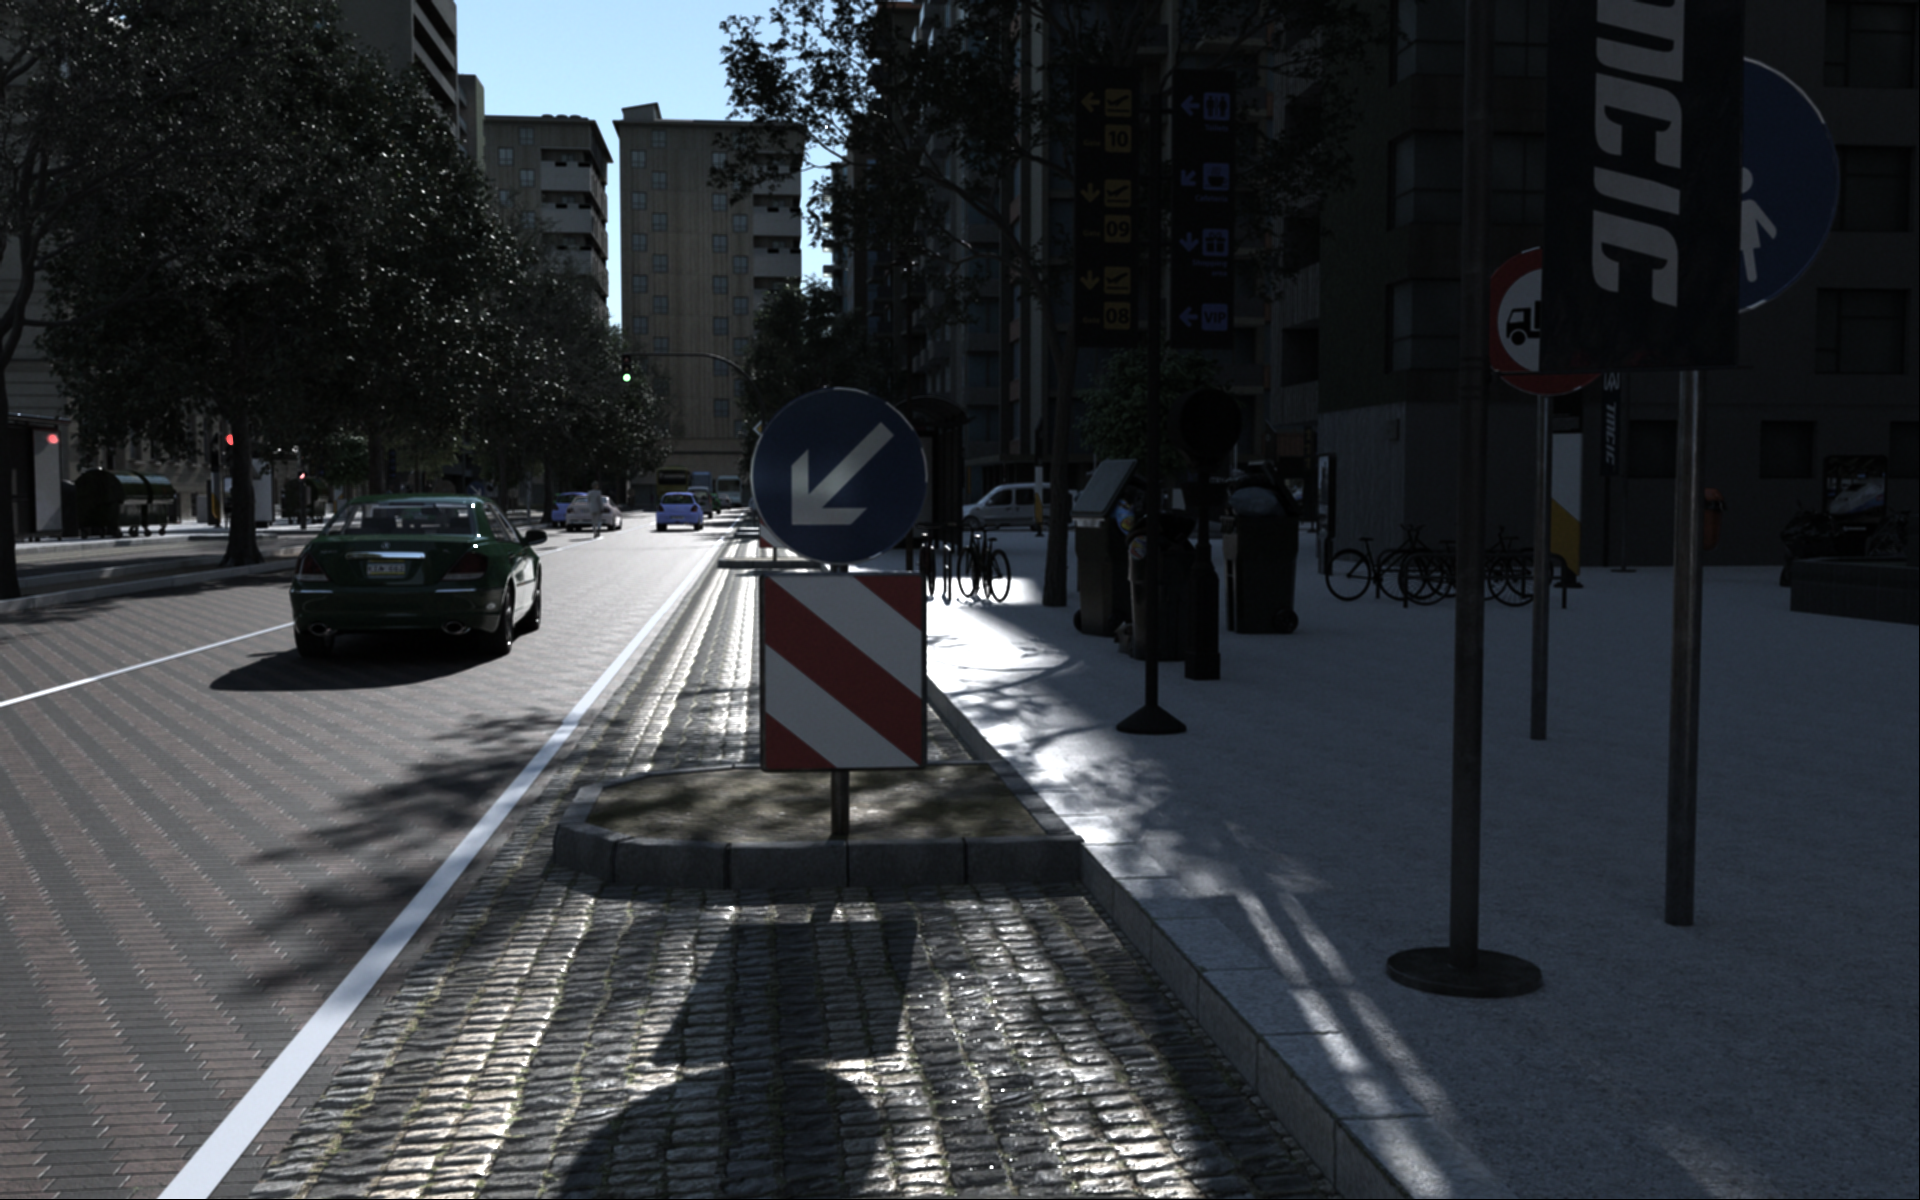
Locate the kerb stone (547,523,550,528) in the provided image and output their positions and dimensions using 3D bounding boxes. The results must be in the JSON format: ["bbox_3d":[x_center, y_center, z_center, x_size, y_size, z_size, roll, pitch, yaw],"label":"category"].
[{"bbox_3d":[-17.663,-3.142,73.562,0.120,0.150,1.000,0,4,-7],"label":"kerb stone"}]

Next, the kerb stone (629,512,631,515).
[{"bbox_3d":[-22.983,-5.945,119.409,0.120,0.150,1.000,0,4,-7],"label":"kerb stone"}]

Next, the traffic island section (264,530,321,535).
[{"bbox_3d":[-23.716,-2.461,62.521,2.009,0.180,2.903,0,4,-7],"label":"traffic island section"}]

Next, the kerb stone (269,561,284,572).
[{"bbox_3d":[-12.867,-0.620,32.324,0.120,0.150,1.000,0,4,-7],"label":"kerb stone"}]

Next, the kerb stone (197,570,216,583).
[{"bbox_3d":[-12.393,-0.370,28.246,0.120,0.150,1.000,0,4,-7],"label":"kerb stone"}]

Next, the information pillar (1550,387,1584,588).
[{"bbox_3d":[8.283,-1.978,23.702,0.504,3.616,0.183,3,4,37],"label":"information pillar"}]

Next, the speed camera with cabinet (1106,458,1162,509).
[{"bbox_3d":[4.153,-2.884,41.482,0.660,3.252,2.038,2,4,32],"label":"speed camera with cabinet"}]

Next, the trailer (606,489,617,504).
[{"bbox_3d":[-38.926,-11.398,193.409,1.471,1.999,3.904,0,4,-6],"label":"trailer"}]

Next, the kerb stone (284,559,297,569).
[{"bbox_3d":[-12.985,-0.682,33.340,0.120,0.150,1.000,0,4,-7],"label":"kerb stone"}]

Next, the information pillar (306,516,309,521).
[{"bbox_3d":[-30.902,-5.509,81.420,0.183,3.616,0.504,1,4,17],"label":"information pillar"}]

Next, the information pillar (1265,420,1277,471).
[{"bbox_3d":[9.791,-3.872,54.668,0.183,3.616,0.504,-2,4,-31],"label":"information pillar"}]

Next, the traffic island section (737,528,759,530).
[{"bbox_3d":[-7.284,-2.577,64.418,2.009,0.180,2.903,0,4,-7],"label":"traffic island section"}]

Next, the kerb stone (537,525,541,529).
[{"bbox_3d":[-17.296,-2.950,70.500,0.120,0.150,1.000,0,4,-7],"label":"kerb stone"}]

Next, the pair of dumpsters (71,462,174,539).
[{"bbox_3d":[-24.839,-2.993,51.431,1.574,2.255,4.437,0,4,-7],"label":"pair of dumpsters"}]

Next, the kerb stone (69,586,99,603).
[{"bbox_3d":[-11.798,-0.058,23.148,0.120,0.150,1.000,0,4,-7],"label":"kerb stone"}]

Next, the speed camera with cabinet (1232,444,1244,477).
[{"bbox_3d":[11.131,-4.378,65.919,2.038,3.252,0.660,0,4,-1],"label":"speed camera with cabinet"}]

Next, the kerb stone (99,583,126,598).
[{"bbox_3d":[-11.918,-0.120,24.163,0.120,0.150,1.000,0,4,-7],"label":"kerb stone"}]

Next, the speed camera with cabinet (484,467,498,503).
[{"bbox_3d":[-34.465,-8.007,125.250,2.038,3.252,0.660,1,4,12],"label":"speed camera with cabinet"}]

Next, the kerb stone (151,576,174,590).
[{"bbox_3d":[-12.163,-0.244,26.210,0.120,0.150,1.000,0,4,-7],"label":"kerb stone"}]

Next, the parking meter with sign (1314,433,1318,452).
[{"bbox_3d":[10.834,-3.223,48.965,0.543,3.016,1.738,-2,4,-34],"label":"parking meter with sign"}]

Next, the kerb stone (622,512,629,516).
[{"bbox_3d":[-22.867,-5.883,118.383,0.120,0.150,1.000,0,4,-7],"label":"kerb stone"}]

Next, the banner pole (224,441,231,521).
[{"bbox_3d":[-34.773,-5.656,82.489,0.401,3.779,0.863,0,4,7],"label":"banner pole"}]

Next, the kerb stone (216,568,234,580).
[{"bbox_3d":[-12.516,-0.432,29.262,0.120,0.150,1.000,0,4,-7],"label":"kerb stone"}]

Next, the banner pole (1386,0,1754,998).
[{"bbox_3d":[1.546,-0.879,4.389,0.863,3.779,0.401,2,4,25],"label":"banner pole"}]

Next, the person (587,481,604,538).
[{"bbox_3d":[-11.795,-2.915,56.045,0.514,1.842,0.818,-1,4,-10],"label":"person"}]

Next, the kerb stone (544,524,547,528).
[{"bbox_3d":[-17.532,-3.079,72.542,0.120,0.150,1.000,0,4,-7],"label":"kerb stone"}]

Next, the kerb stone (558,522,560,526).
[{"bbox_3d":[-18.124,-3.390,77.629,0.120,0.150,1.000,0,4,-7],"label":"kerb stone"}]

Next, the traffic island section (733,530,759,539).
[{"bbox_3d":[-6.363,-2.092,56.486,2.009,0.180,2.903,0,4,-7],"label":"traffic island section"}]

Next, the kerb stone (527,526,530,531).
[{"bbox_3d":[-16.953,-2.768,67.445,0.120,0.150,1.000,0,4,-7],"label":"kerb stone"}]

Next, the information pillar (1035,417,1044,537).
[{"bbox_3d":[2.380,-3.720,52.177,0.183,3.616,0.504,1,4,21],"label":"information pillar"}]

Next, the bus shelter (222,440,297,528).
[{"bbox_3d":[-26.972,-4.518,67.787,2.014,3.302,5.546,0,4,-6],"label":"bus shelter"}]

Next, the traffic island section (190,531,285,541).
[{"bbox_3d":[-22.795,-1.976,54.589,2.009,0.180,2.903,0,4,-7],"label":"traffic island section"}]

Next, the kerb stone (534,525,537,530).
[{"bbox_3d":[-17.188,-2.892,69.483,0.120,0.150,1.000,0,4,-7],"label":"kerb stone"}]

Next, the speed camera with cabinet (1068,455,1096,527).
[{"bbox_3d":[4.633,-4.507,68.030,2.038,3.252,0.660,0,4,-2],"label":"speed camera with cabinet"}]

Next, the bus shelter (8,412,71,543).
[{"bbox_3d":[-25.068,-4.013,43.245,2.179,5.291,8.768,0,4,-6],"label":"bus shelter"}]

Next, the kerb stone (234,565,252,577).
[{"bbox_3d":[-12.631,-0.495,30.286,0.120,0.150,1.000,0,4,-7],"label":"kerb stone"}]

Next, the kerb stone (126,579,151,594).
[{"bbox_3d":[-12.036,-0.183,25.187,0.120,0.150,1.000,0,4,-7],"label":"kerb stone"}]

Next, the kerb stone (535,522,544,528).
[{"bbox_3d":[-17.423,-3.015,71.521,0.120,0.150,1.000,0,4,-7],"label":"kerb stone"}]

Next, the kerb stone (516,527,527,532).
[{"bbox_3d":[-16.828,-2.705,66.430,0.120,0.150,1.000,0,4,-7],"label":"kerb stone"}]

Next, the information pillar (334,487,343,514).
[{"bbox_3d":[-33.110,-6.166,92.161,0.183,3.616,0.504,3,5,40],"label":"information pillar"}]

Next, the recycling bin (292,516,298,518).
[{"bbox_3d":[-36.173,-4.990,94.147,0.722,1.027,0.722,3,4,36],"label":"recycling bin"}]

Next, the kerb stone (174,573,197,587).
[{"bbox_3d":[-12.268,-0.308,27.226,0.120,0.150,1.000,0,4,-7],"label":"kerb stone"}]

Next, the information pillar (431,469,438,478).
[{"bbox_3d":[-39.557,-8.511,130.503,0.504,3.616,0.183,-1,4,-21],"label":"information pillar"}]

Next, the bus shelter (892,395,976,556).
[{"bbox_3d":[-0.982,-2.703,38.114,2.014,3.302,5.546,0,4,-6],"label":"bus shelter"}]

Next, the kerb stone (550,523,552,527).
[{"bbox_3d":[-17.769,-3.204,74.579,0.120,0.150,1.000,0,4,-7],"label":"kerb stone"}]

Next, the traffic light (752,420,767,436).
[{"bbox_3d":[-7.325,-4.610,64.299,0.839,4.253,0.868,0,4,-7],"label":"traffic light"}]

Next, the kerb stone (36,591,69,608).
[{"bbox_3d":[-11.681,0.009,22.133,0.120,0.150,1.000,0,4,-7],"label":"kerb stone"}]

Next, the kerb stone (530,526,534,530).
[{"bbox_3d":[-17.068,-2.830,68.465,0.120,0.150,1.000,0,4,-7],"label":"kerb stone"}]

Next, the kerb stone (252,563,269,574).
[{"bbox_3d":[-12.744,-0.557,31.310,0.120,0.150,1.000,0,4,-7],"label":"kerb stone"}]

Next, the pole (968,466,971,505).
[{"bbox_3d":[0.577,-7.017,108.567,0.158,3.312,0.155,0,3,0],"label":"pole"}]

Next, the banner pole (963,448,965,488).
[{"bbox_3d":[-0.048,-5.649,82.372,0.401,3.779,0.863,3,5,40],"label":"banner pole"}]

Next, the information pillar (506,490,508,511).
[{"bbox_3d":[-34.741,-7.819,132.336,0.304,2.012,0.304,-1,4,-19],"label":"information pillar"}]

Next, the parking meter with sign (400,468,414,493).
[{"bbox_3d":[-34.850,-6.887,108.868,0.543,3.016,1.738,1,4,22],"label":"parking meter with sign"}]

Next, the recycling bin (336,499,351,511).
[{"bbox_3d":[-32.172,-4.777,90.652,0.722,1.027,0.722,0,4,-2],"label":"recycling bin"}]

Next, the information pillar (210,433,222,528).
[{"bbox_3d":[-28.284,-4.553,65.804,0.183,3.616,0.504,0,4,4],"label":"information pillar"}]

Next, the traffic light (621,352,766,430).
[{"bbox_3d":[-8.472,-4.974,55.986,4.771,5.953,1.251,0,4,-7],"label":"traffic light"}]

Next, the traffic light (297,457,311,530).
[{"bbox_3d":[-21.607,-5.382,62.666,4.771,5.953,1.251,0,4,-7],"label":"traffic light"}]

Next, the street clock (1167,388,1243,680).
[{"bbox_3d":[1.683,-0.453,11.971,0.471,2.002,0.358,-1,4,-16],"label":"street clock"}]

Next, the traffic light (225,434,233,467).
[{"bbox_3d":[-22.754,-4.008,54.459,0.839,4.253,0.868,0,4,-7],"label":"traffic light"}]

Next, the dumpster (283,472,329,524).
[{"bbox_3d":[-27.997,-4.380,74.103,1.502,2.255,1.985,0,4,-7],"label":"dumpster"}]
